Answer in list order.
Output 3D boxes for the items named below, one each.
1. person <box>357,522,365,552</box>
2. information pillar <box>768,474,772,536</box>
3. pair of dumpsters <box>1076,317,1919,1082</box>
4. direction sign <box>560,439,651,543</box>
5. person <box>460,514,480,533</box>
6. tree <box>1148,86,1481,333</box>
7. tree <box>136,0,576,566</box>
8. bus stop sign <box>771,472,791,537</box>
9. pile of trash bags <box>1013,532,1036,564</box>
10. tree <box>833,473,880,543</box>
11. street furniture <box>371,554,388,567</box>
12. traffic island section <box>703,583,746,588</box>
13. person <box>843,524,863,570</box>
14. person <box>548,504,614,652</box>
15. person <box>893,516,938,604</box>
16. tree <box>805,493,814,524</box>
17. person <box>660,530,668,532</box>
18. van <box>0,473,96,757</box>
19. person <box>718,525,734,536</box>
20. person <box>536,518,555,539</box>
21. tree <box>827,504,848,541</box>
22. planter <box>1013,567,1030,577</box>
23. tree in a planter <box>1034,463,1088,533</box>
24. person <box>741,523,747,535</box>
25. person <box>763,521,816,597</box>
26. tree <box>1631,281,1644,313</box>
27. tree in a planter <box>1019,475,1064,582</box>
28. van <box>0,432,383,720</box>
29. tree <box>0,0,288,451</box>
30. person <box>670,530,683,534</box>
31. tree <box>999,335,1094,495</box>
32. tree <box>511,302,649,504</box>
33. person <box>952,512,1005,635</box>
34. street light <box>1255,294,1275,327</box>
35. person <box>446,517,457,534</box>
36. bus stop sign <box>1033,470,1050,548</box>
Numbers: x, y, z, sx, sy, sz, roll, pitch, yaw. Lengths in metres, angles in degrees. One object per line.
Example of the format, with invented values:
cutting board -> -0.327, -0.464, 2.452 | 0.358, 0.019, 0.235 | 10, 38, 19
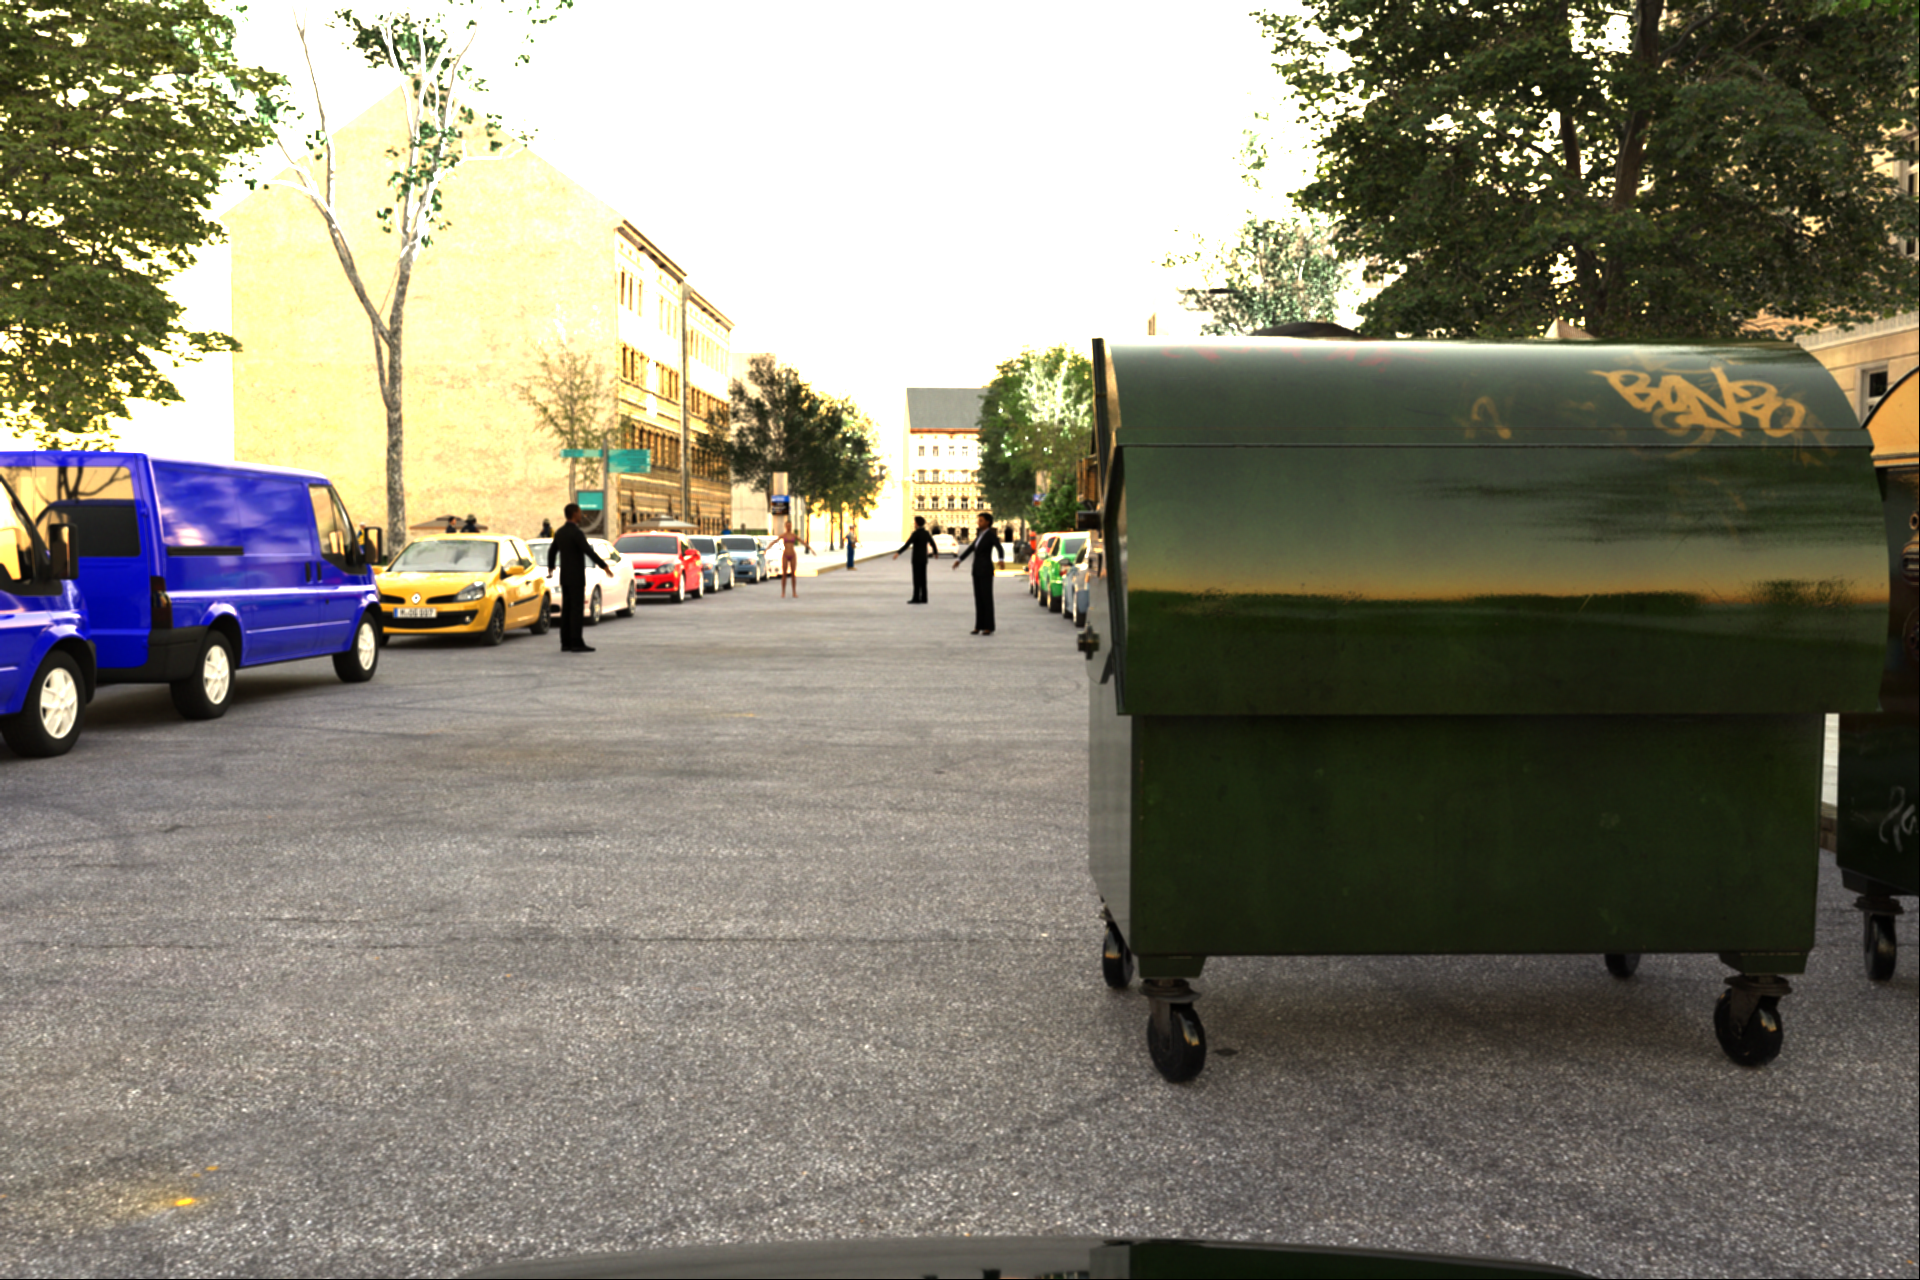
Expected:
person -> -24.474, -3.962, 71.251 | 0.721, 1.772, 1.216 | 0, 4, 6
information pillar -> -7.457, -4.682, 67.907 | 0.183, 3.616, 0.504 | 0, 3, 0
pair of dumpsters -> 2.551, -0.006, 5.055 | 4.436, 2.255, 1.574 | 0, 4, -1
direction sign -> -9.944, -3.698, 49.231 | 2.525, 3.948, 1.411 | 0, 4, 0
person -> -13.490, -2.571, 47.902 | 1.351, 1.845, 0.704 | 2, 4, 34
tree -> 14.924, -13.375, 74.566 | 12.611, 20.169, 13.585 | 0, 3, 0
tree -> -13.688, -11.153, 38.246 | 12.611, 20.169, 13.585 | 0, 3, 0
bus stop sign -> -7.674, -5.201, 74.054 | 0.837, 3.901, 0.837 | 0, 4, -1
pile of trash bags -> 3.279, -4.071, 76.307 | 1.912, 1.369, 3.447 | 0, 3, 0
tree -> -15.111, -19.908, 251.253 | 9.928, 11.665, 9.643 | 0, 3, 0
street furniture -> -20.975, -3.350, 70.403 | 5.734, 0.657, 10.072 | 0, 4, -2
traffic island section -> -6.872, -1.485, 47.149 | 1.991, 0.108, 1.994 | 0, 3, 0
person -> -4.347, -3.727, 69.253 | 0.705, 1.847, 1.347 | -3, 4, -38
person -> -4.698, -0.762, 21.139 | 1.346, 1.802, 0.704 | 3, 5, 45
person -> -0.858, -1.660, 35.788 | 0.705, 1.806, 1.347 | 3, 5, 40
tree -> -24.204, -20.413, 251.875 | 7.486, 12.596, 7.792 | 0, 3, 0
person -> -12.306, -4.069, 72.493 | 0.705, 1.833, 1.349 | 1, 4, 13
van -> -6.723, -0.306, 9.392 | 2.240, 2.365, 5.245 | 0, 4, 0
person -> -13.200, -5.616, 97.954 | 1.347, 1.817, 0.704 | 0, 4, -5
person -> -14.819, -3.440, 62.029 | 0.705, 1.856, 1.354 | 1, 4, 22
tree -> -17.796, -18.829, 258.210 | 4.360, 8.622, 3.978 | 0, 3, 0
planter -> 2.817, -2.302, 58.780 | 1.991, 0.319, 1.994 | 0, 4, -1
tree in a planter -> 2.793, -2.849, 43.811 | 1.991, 3.239, 1.994 | 0, 4, 1
person -> -10.863, -4.927, 86.677 | 0.705, 1.813, 1.348 | -1, 4, -9
person -> -3.865, -1.832, 39.216 | 1.217, 1.733, 0.721 | -1, 4, -13
tree -> 27.250, -9.021, 65.621 | 7.486, 12.596, 7.792 | 0, 3, 0
tree in a planter -> 2.801, -3.395, 52.734 | 1.991, 3.239, 1.994 | 0, 4, -1
van -> -6.673, -0.652, 15.038 | 2.240, 2.365, 5.245 | 0, 4, 0
tree -> -12.795, -6.373, 22.320 | 7.486, 12.596, 7.792 | 0, 3, 0
person -> -13.157, -4.547, 80.280 | 1.347, 1.837, 0.705 | -3, 5, -41
tree -> 3.403, -6.944, 63.890 | 4.360, 8.622, 3.978 | 0, 3, 0
tree -> -12.689, -6.459, 55.962 | 4.360, 8.622, 3.978 | 0, 3, 0
person -> 0.277, -0.945, 24.635 | 0.721, 1.740, 1.216 | -2, 4, -34
street light -> 6.452, -3.685, 32.784 | 1.470, 5.913, 1.316 | 0, 3, 0
person -> -15.890, -2.952, 54.315 | 0.704, 1.823, 1.345 | 0, 4, 4
bus stop sign -> 3.461, -5.067, 71.864 | 0.837, 3.901, 0.837 | 0, 4, 0
